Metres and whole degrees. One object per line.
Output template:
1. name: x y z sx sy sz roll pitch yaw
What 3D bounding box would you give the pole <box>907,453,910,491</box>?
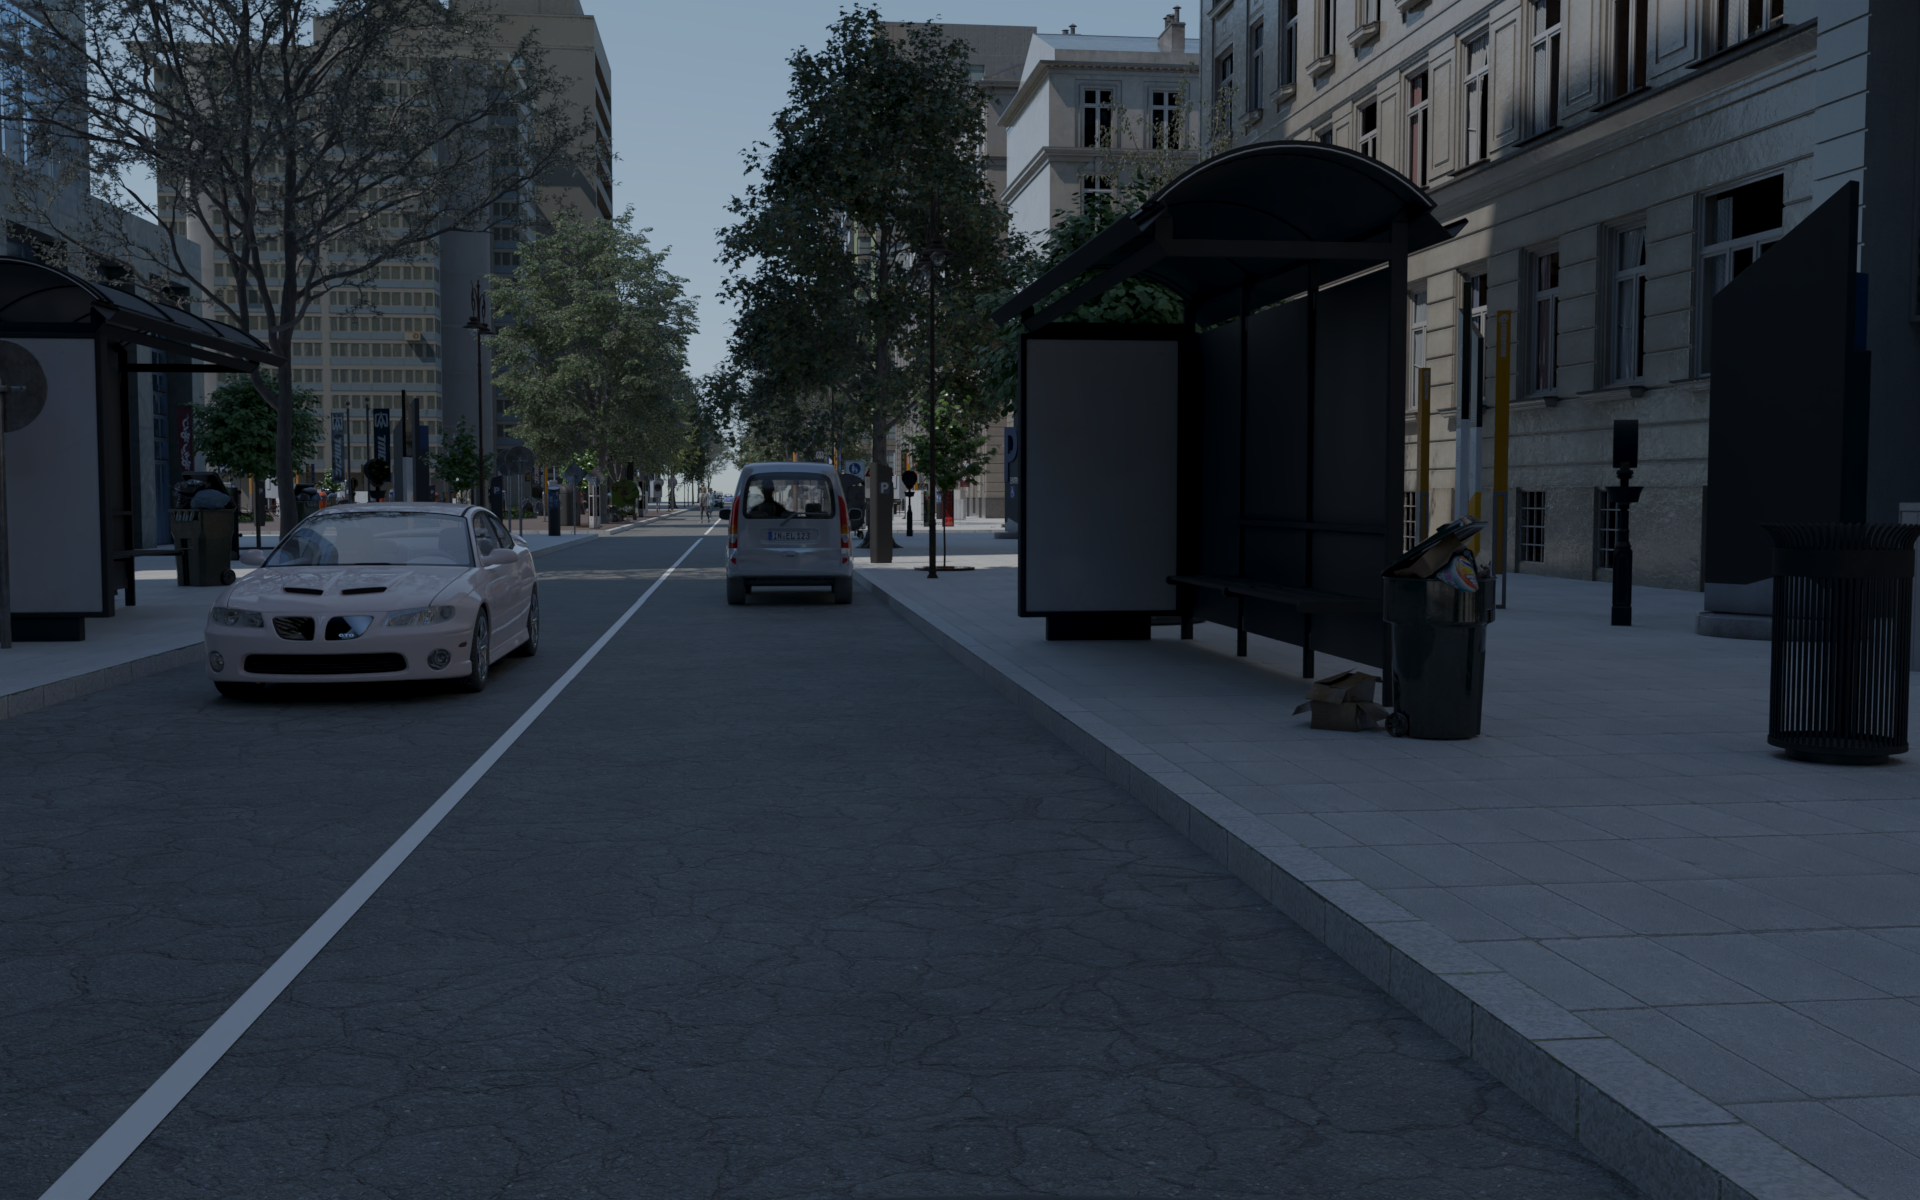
1. pole: -2.540 -5.599 85.385 0.158 3.312 0.155 0 3 0

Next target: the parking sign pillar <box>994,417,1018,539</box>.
1. parking sign pillar: 1.698 -3.751 49.805 1.447 3.967 1.447 -1 4 -18

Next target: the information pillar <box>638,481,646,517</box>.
1. information pillar: -17.646 -5.601 96.061 0.304 2.012 0.304 1 4 14

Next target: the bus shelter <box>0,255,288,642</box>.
1. bus shelter: -8.505 -1.439 17.444 2.014 3.302 5.546 0 4 -7

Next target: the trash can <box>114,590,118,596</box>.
1. trash can: -10.490 -0.562 20.847 0.748 1.137 0.748 0 3 0

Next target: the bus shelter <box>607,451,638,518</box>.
1. bus shelter: -18.925 -6.451 96.750 1.731 3.624 6.357 0 4 -7

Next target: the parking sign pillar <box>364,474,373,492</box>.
1. parking sign pillar: -44.185 -8.669 130.213 1.447 3.967 1.447 2 4 31

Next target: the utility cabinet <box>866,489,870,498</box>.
1. utility cabinet: -3.900 -3.781 70.491 0.318 1.500 1.173 3 4 39

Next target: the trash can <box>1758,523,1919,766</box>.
1. trash can: 4.251 0.201 8.366 0.748 1.137 0.748 0 3 0

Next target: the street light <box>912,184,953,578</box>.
1. street light: -0.419 -3.269 26.230 0.468 5.910 1.993 0 4 -7

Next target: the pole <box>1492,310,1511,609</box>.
1. pole: 6.040 -1.559 19.331 0.158 3.312 0.155 0 3 0

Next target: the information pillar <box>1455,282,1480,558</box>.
1. information pillar: 5.661 -1.716 19.403 0.183 3.616 0.504 1 4 18

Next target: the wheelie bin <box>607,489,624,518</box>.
1. wheelie bin: -17.741 -4.980 89.332 0.980 1.594 0.693 -1 4 -23

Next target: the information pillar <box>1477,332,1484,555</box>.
1. information pillar: 6.365 -1.856 21.698 0.183 3.616 0.504 -1 4 -15

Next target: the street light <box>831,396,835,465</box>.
1. street light: -4.020 -5.016 54.795 0.468 5.910 1.993 0 4 -7

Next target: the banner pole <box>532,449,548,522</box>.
1. banner pole: -19.440 -5.511 80.121 0.863 3.779 0.401 -3 5 -44

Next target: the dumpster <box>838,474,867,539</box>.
1. dumpster: -3.323 -2.688 49.712 1.264 1.857 1.865 0 4 -7

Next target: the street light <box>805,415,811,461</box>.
1. street light: -7.110 -6.571 80.217 0.468 5.910 1.993 0 4 -7

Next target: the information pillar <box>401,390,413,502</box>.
1. information pillar: -12.471 -2.920 39.101 0.183 3.616 0.504 0 4 -2

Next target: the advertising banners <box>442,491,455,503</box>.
1. advertising banners: -29.208 -6.323 99.568 0.090 3.025 2.074 1 4 14

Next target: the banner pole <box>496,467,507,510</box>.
1. banner pole: -29.868 -7.523 113.021 0.863 3.779 0.401 -2 4 -31

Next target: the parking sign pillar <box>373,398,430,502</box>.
1. parking sign pillar: -15.580 -3.713 49.183 1.447 3.967 1.447 3 5 45

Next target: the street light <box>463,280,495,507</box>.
1. street light: -10.395 -3.960 37.541 0.468 5.910 1.993 0 4 -7

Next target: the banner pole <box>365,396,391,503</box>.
1. banner pole: -14.970 -3.329 44.454 0.863 3.779 0.401 1 4 11

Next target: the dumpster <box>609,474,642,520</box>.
1. dumpster: -16.421 -5.042 84.937 1.502 2.255 1.985 0 4 -7

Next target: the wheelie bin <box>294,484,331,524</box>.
1. wheelie bin: -19.597 -2.694 51.947 0.693 1.594 0.980 2 4 31

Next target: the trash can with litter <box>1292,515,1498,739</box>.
1. trash can with litter: 2.307 0.130 9.264 1.055 1.170 0.624 2 4 33

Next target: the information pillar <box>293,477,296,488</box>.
1. information pillar: -29.480 -4.401 76.444 0.304 2.012 0.304 -1 4 -10

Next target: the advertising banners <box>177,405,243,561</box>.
1. advertising banners: -14.664 -2.300 33.794 2.074 3.025 0.090 2 4 35

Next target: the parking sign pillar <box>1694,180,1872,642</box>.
1. parking sign pillar: 7.456 -1.660 15.613 1.447 3.967 1.447 -2 4 -32

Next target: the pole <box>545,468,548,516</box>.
1. pole: -23.836 -6.481 99.809 0.158 3.312 0.155 0 3 0

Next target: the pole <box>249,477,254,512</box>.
1. pole: -43.330 -6.851 105.856 0.158 3.312 0.155 0 3 0

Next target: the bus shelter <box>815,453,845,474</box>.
1. bus shelter: -6.951 -5.775 88.347 2.014 3.302 5.546 0 4 -7

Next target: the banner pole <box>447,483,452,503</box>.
1. banner pole: -37.321 -8.381 127.043 0.863 3.779 0.401 -2 4 -30

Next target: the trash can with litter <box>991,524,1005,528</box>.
1. trash can with litter: 2.176 -3.351 65.843 2.233 1.210 1.678 3 5 42

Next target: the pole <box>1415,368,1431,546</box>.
1. pole: 7.499 -2.092 28.054 0.158 3.312 0.155 0 3 0

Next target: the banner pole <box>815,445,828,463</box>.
1. banner pole: -6.699 -5.795 84.758 0.863 3.779 0.401 -2 4 -26

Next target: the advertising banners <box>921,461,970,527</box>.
1. advertising banners: -0.497 -4.376 67.733 2.074 3.025 0.090 -1 4 -13

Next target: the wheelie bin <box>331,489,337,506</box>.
1. wheelie bin: -36.784 -5.694 101.011 0.980 1.594 0.693 0 4 8

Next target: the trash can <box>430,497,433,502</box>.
1. trash can: -28.172 -4.880 91.441 0.748 1.137 0.748 0 3 0

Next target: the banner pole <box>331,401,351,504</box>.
1. banner pole: -16.652 -3.469 46.728 0.863 3.779 0.401 2 4 26

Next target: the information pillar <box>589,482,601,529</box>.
1. information pillar: -13.497 -3.637 63.960 0.304 2.012 0.304 3 5 43

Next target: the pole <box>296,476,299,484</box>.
1. pole: -47.754 -8.017 124.920 0.158 3.312 0.155 0 3 0

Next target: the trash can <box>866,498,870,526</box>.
1. trash can: -3.308 -3.323 65.990 0.748 1.137 0.748 0 3 0

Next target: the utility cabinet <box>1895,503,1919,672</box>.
1. utility cabinet: 7.296 -0.076 12.397 1.020 1.237 0.306 2 4 34

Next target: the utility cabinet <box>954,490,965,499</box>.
1. utility cabinet: -0.156 -4.971 89.955 0.318 1.500 1.173 -2 4 -33

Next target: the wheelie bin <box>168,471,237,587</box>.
1. wheelie bin: -10.561 -0.994 24.166 0.980 1.594 0.693 1 4 23

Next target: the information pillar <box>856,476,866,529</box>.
1. information pillar: -3.643 -3.587 63.139 0.304 2.012 0.304 3 4 36

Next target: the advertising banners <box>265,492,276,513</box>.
1. advertising banners: -47.637 -7.586 120.218 0.090 3.025 2.074 1 4 21

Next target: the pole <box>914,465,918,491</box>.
1. pole: -2.305 -5.929 90.785 0.158 3.312 0.155 0 3 0

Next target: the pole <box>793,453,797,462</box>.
1. pole: -8.019 -5.537 84.381 0.158 3.312 0.155 0 3 0

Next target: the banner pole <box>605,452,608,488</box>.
1. banner pole: -17.990 -5.960 87.467 0.401 3.779 0.863 1 4 21
